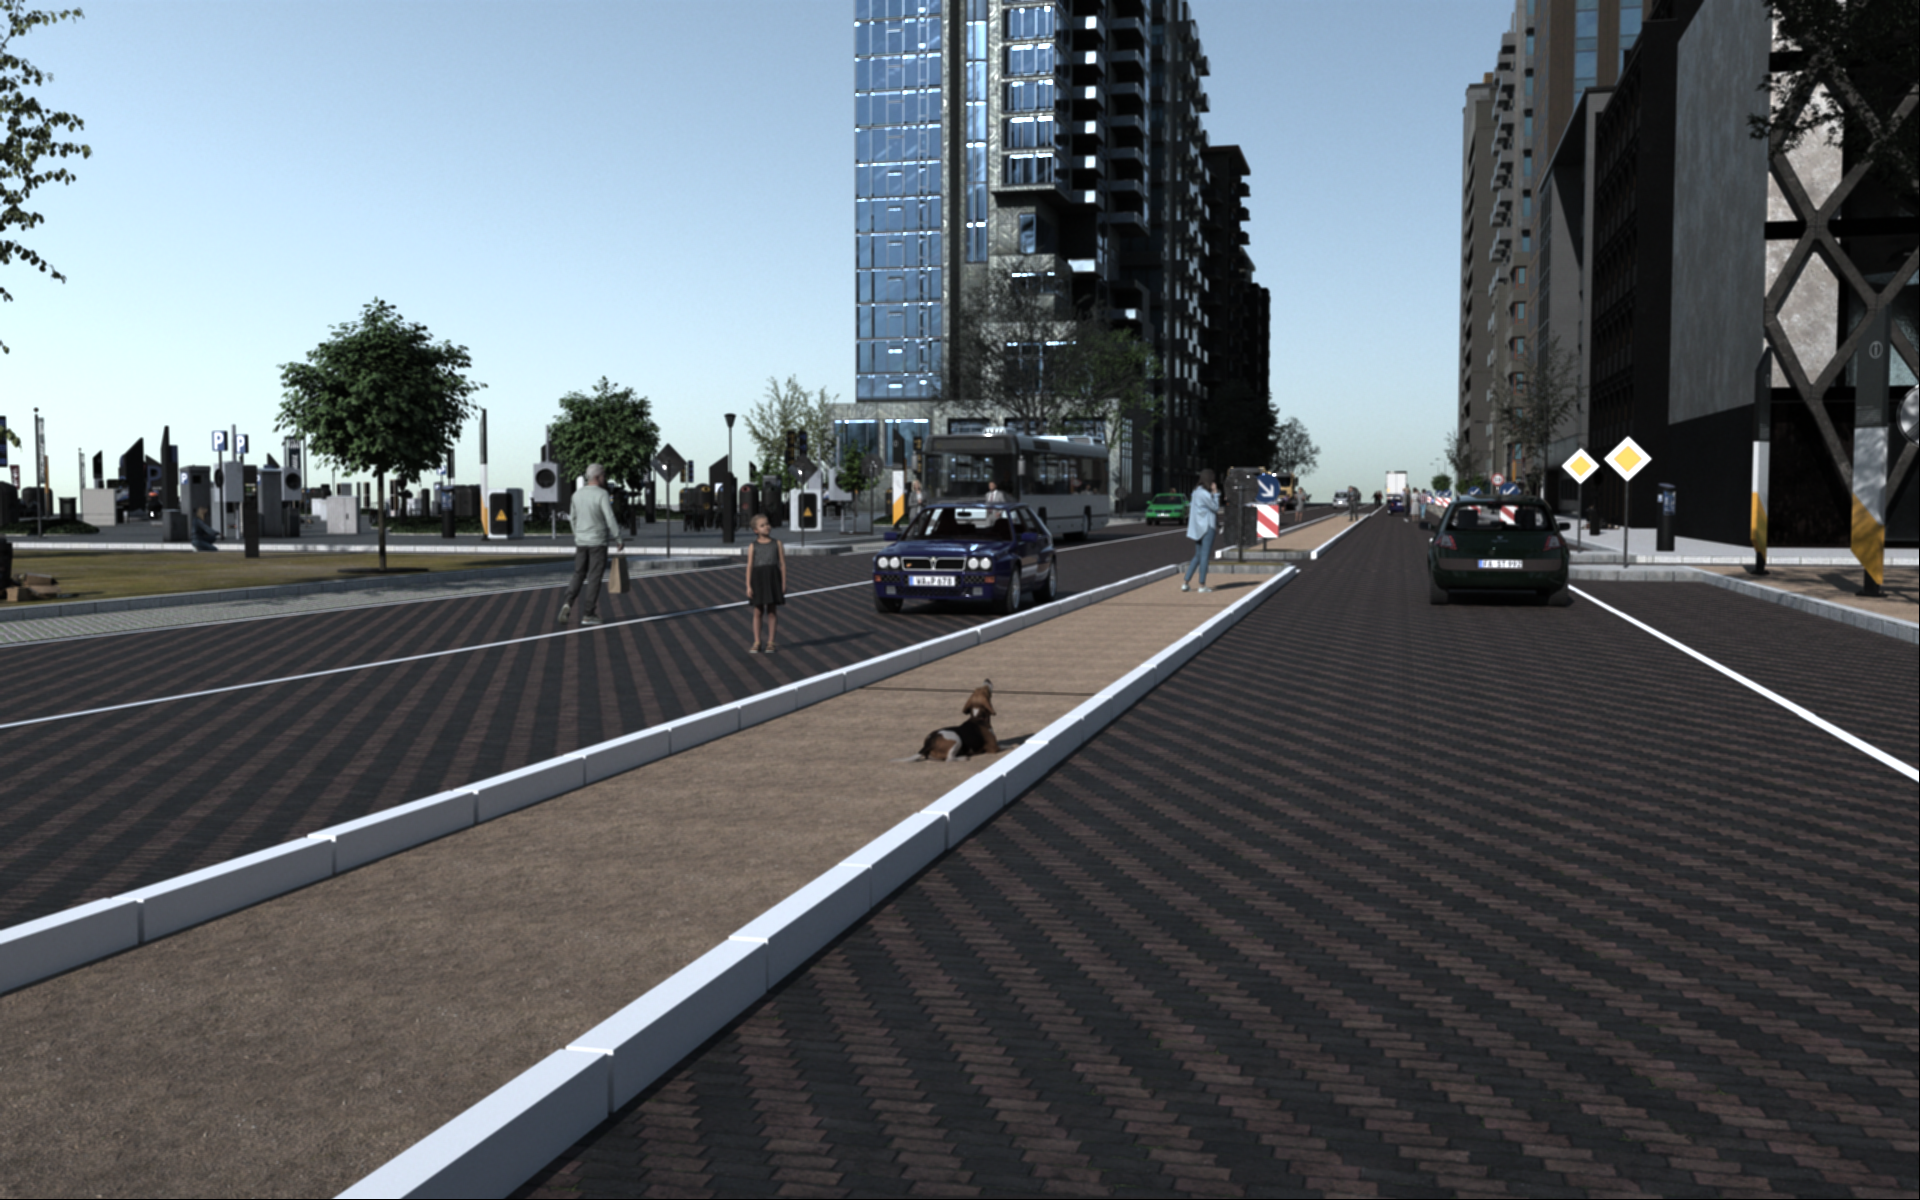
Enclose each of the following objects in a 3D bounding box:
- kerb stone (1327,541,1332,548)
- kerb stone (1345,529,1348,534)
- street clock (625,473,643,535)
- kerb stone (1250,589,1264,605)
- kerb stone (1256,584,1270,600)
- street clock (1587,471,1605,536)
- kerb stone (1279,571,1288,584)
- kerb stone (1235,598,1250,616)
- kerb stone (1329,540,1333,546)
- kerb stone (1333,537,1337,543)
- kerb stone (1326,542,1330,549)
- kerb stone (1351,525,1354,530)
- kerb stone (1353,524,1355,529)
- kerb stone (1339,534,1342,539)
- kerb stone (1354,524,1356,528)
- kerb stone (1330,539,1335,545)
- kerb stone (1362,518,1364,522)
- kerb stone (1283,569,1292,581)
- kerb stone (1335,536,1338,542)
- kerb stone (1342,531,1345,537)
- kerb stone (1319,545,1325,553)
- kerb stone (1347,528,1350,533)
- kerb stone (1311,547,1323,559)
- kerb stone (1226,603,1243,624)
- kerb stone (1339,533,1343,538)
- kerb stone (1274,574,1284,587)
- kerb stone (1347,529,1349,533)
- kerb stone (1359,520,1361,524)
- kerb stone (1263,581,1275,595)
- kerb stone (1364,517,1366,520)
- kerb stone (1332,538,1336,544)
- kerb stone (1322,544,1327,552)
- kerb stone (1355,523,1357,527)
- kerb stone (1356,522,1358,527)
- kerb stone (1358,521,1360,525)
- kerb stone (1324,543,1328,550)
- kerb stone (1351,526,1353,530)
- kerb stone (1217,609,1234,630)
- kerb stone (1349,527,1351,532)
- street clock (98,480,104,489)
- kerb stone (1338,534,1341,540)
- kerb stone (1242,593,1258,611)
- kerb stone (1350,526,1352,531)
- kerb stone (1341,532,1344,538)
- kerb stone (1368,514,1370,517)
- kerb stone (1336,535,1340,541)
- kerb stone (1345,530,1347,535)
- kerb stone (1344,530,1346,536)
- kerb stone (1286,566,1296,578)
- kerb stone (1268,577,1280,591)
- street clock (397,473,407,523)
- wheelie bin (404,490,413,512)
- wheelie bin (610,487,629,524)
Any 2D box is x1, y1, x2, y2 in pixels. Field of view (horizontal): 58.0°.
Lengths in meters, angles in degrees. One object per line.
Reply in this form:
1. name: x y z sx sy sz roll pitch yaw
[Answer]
1. kerb stone: 9.465 -1.382 44.787 0.120 0.150 1.000 1 4 14
2. kerb stone: 12.989 -2.232 58.685 0.120 0.150 1.000 1 4 14
3. street clock: -10.189 -3.023 53.992 0.471 2.002 0.358 -1 4 -8
4. kerb stone: 3.800 -0.012 22.418 0.120 0.150 1.000 1 4 14
5. kerb stone: 4.053 -0.074 23.408 0.120 0.150 1.000 1 4 14
6. street clock: 20.109 -3.069 54.745 0.471 2.002 0.358 -1 4 -20
7. kerb stone: 5.059 -0.317 27.385 0.120 0.150 1.000 1 4 14
8. kerb stone: 3.294 0.109 20.437 0.120 0.150 1.000 1 4 14
9. kerb stone: 9.719 -1.442 45.777 0.120 0.150 1.000 1 4 14
10. kerb stone: 10.475 -1.624 48.749 0.120 0.150 1.000 1 4 14
11. kerb stone: 9.203 -1.317 43.796 0.120 0.150 1.000 1 4 14
12. kerb stone: 14.747 -2.658 65.647 0.120 0.150 1.000 1 4 14
13. kerb stone: 15.253 -2.779 67.631 0.120 0.150 1.000 1 4 14
14. kerb stone: 11.475 -1.859 52.727 0.120 0.150 1.000 1 4 14
15. kerb stone: 15.500 -2.834 68.634 0.120 0.150 1.000 1 4 14
16. kerb stone: 9.972 -1.497 46.768 0.120 0.150 1.000 1 4 14
17. kerb stone: 19.282 -3.753 83.553 0.120 0.150 1.000 1 4 14
18. kerb stone: 5.313 -0.373 28.382 0.120 0.150 1.000 1 4 14
19. kerb stone: 10.717 -1.682 49.742 0.120 0.150 1.000 1 4 14
20. kerb stone: 12.227 -2.047 55.712 0.120 0.150 1.000 1 4 14
21. kerb stone: 8.455 -1.136 40.803 0.120 0.150 1.000 1 4 14
22. kerb stone: 13.494 -2.354 60.676 0.120 0.150 1.000 1 4 14
23. kerb stone: 8.207 -1.077 39.808 0.120 0.150 1.000 1 4 14
24. kerb stone: 3.046 0.169 19.434 0.120 0.150 1.000 1 4 14
25. kerb stone: 11.721 -1.928 53.718 0.120 0.150 1.000 1 4 14
26. kerb stone: 4.807 -0.256 26.393 0.120 0.150 1.000 1 4 14
27. kerb stone: 13.240 -2.290 59.686 0.120 0.150 1.000 1 4 14
28. kerb stone: 17.778 -3.387 77.576 0.120 0.150 1.000 1 4 14
29. kerb stone: 4.301 -0.135 24.405 0.120 0.150 1.000 1 4 14
30. kerb stone: 20.540 -4.056 88.514 0.120 0.150 1.000 1 4 14
31. kerb stone: 10.218 -1.562 47.759 0.120 0.150 1.000 1 4 14
32. kerb stone: 8.711 -1.196 41.800 0.120 0.150 1.000 1 4 14
33. kerb stone: 16.011 -2.959 70.618 0.120 0.150 1.000 1 4 14
34. kerb stone: 16.514 -3.083 72.606 0.120 0.150 1.000 1 4 14
35. kerb stone: 17.265 -3.260 75.590 0.120 0.150 1.000 1 4 14
36. kerb stone: 8.958 -1.257 42.798 0.120 0.150 1.000 1 4 14
37. kerb stone: 14.500 -2.597 64.654 0.120 0.150 1.000 1 4 14
38. kerb stone: 2.786 0.234 18.435 0.120 0.150 1.000 1 4 14
39. kerb stone: 13.986 -2.476 62.670 0.120 0.150 1.000 1 4 14
40. street clock: -45.084 -5.285 90.982 0.358 2.002 0.471 -1 4 -20
41. kerb stone: 11.220 -1.807 51.736 0.120 0.150 1.000 1 4 14
42. kerb stone: 3.551 0.047 21.426 0.120 0.150 1.000 1 4 14
43. kerb stone: 14.245 -2.536 63.662 0.120 0.150 1.000 1 4 14
44. kerb stone: 11.982 -1.989 54.718 0.120 0.150 1.000 1 4 14
45. kerb stone: 23.306 -4.724 99.438 0.120 0.150 1.000 1 4 14
46. kerb stone: 10.971 -1.746 50.741 0.120 0.150 1.000 1 4 14
47. kerb stone: 12.737 -2.171 57.692 0.120 0.150 1.000 1 4 14
48. kerb stone: 12.487 -2.110 56.701 0.120 0.150 1.000 1 4 14
49. kerb stone: 5.560 -0.439 29.374 0.120 0.150 1.000 1 4 14
50. kerb stone: 4.557 -0.196 25.395 0.120 0.150 1.000 1 4 14
51. street clock: -19.533 -3.432 60.688 0.358 2.002 0.471 -2 4 -34
52. wheelie bin: -40.055 -7.194 125.524 0.693 1.594 0.980 1 4 9
53. wheelie bin: -14.715 -4.099 74.928 0.693 1.594 0.980 2 4 28
